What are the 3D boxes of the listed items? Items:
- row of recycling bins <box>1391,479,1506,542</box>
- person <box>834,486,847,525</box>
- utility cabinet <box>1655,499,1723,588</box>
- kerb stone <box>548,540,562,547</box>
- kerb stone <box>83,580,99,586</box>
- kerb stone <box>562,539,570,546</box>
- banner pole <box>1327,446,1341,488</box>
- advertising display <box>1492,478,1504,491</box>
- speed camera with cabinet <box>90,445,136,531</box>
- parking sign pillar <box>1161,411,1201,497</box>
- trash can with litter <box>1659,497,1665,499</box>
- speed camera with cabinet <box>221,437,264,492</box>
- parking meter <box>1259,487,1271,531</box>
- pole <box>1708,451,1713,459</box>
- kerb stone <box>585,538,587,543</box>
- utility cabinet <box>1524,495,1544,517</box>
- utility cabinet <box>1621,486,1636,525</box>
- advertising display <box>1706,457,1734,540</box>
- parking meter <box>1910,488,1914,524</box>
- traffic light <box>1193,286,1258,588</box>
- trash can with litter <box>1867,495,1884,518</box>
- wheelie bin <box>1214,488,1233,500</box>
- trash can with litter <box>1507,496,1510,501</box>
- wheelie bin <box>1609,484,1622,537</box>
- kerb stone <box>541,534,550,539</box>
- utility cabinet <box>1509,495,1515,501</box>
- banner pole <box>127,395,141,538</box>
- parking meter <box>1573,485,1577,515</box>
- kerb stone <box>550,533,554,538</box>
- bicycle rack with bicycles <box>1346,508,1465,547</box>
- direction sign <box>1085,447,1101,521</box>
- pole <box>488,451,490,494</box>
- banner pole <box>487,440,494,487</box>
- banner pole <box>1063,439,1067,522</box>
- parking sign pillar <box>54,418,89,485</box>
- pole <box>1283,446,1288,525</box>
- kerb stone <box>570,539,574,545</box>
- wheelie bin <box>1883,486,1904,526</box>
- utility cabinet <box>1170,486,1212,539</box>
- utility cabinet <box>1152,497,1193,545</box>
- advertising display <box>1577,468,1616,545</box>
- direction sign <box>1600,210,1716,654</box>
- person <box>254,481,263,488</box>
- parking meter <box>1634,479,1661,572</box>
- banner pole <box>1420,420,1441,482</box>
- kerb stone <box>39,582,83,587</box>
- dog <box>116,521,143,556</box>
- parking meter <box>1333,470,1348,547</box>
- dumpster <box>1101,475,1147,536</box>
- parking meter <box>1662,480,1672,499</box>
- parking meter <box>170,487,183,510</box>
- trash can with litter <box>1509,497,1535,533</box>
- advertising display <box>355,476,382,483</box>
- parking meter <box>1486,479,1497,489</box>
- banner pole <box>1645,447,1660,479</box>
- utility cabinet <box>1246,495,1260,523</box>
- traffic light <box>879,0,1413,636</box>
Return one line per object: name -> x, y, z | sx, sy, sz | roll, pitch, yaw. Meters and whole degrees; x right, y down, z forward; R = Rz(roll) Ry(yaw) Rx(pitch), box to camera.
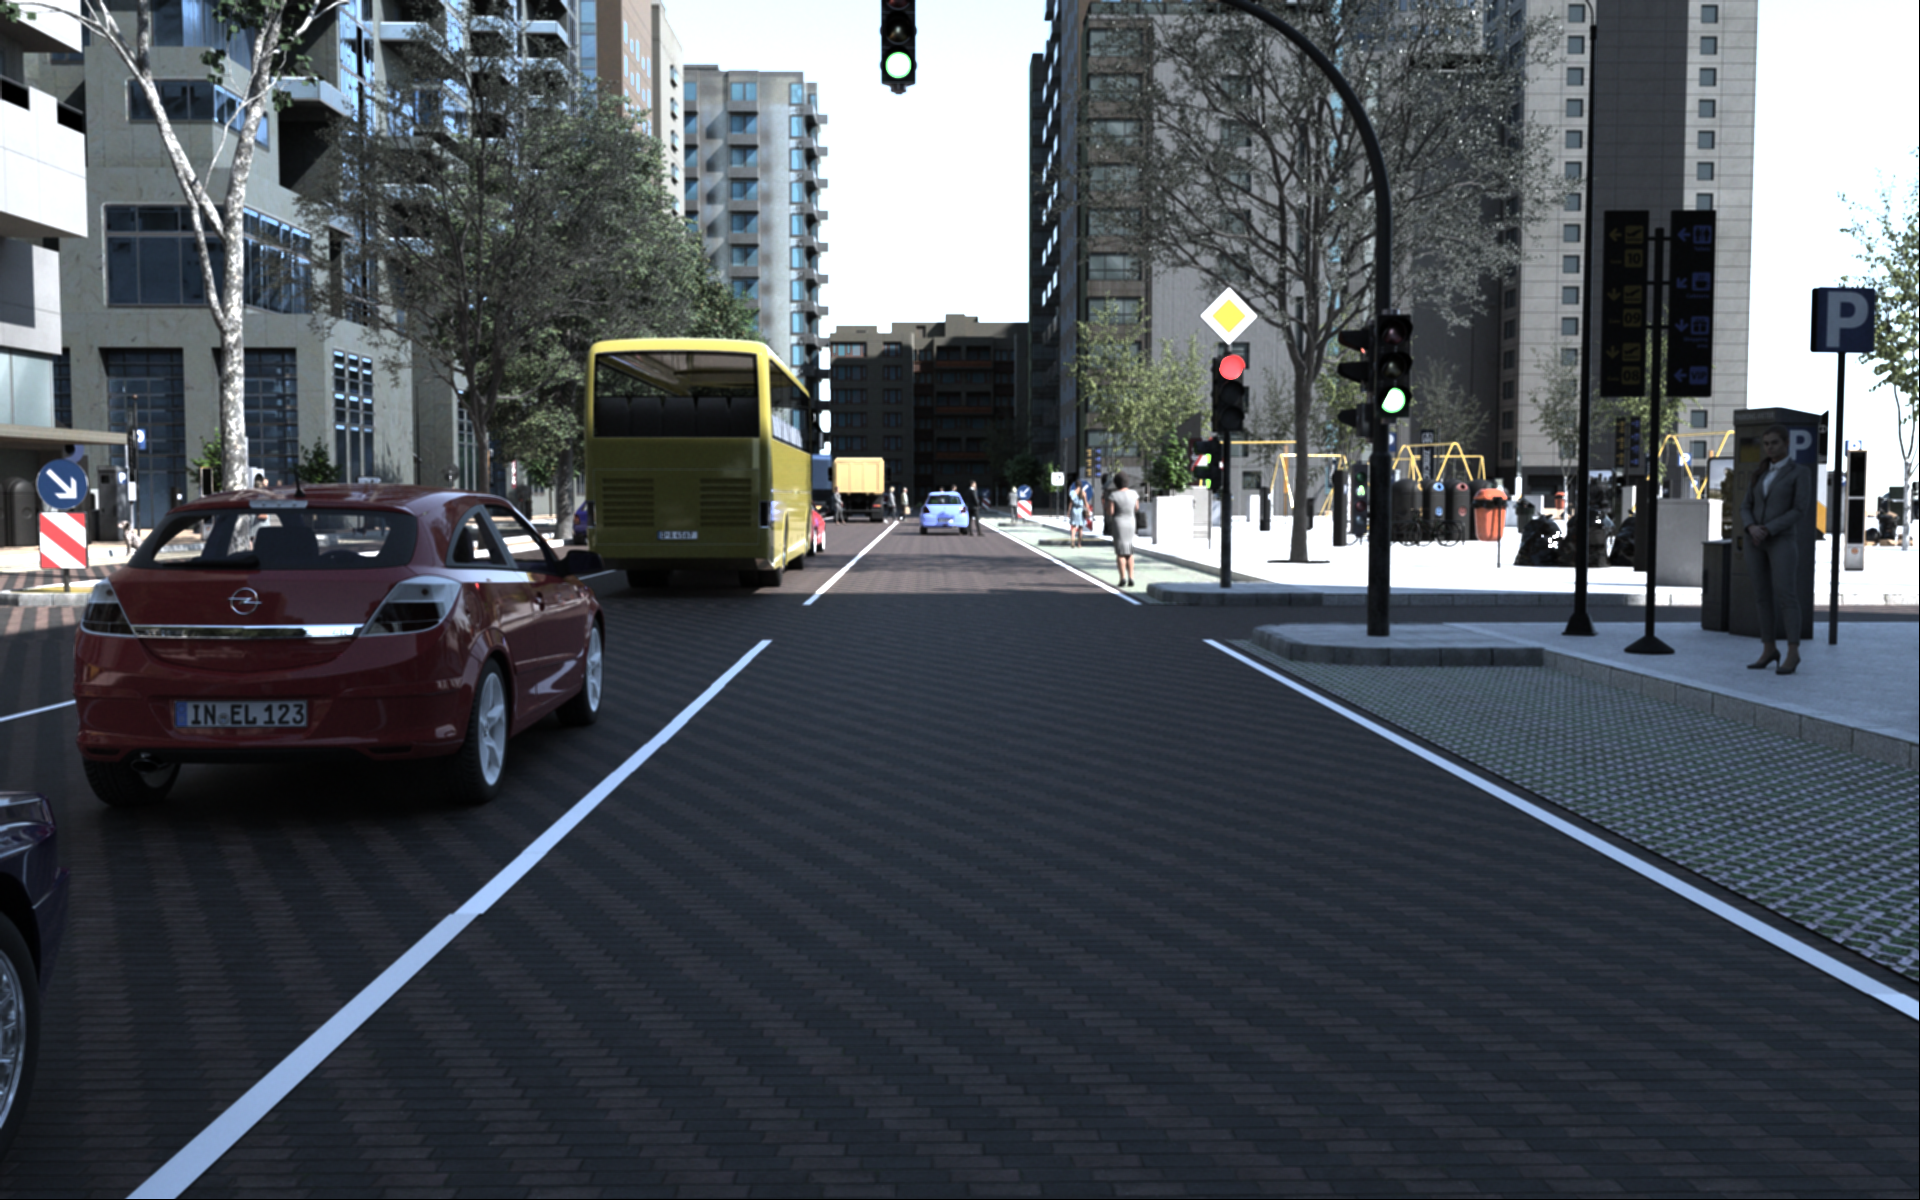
row of recycling bins -> 13.094, -2.447, 47.114 | 3.534, 1.692, 1.069 | -2, 4, -29
person -> -5.582, -4.399, 80.691 | 0.573, 1.790, 0.520 | 0, 4, 1
utility cabinet -> 10.075, -0.791, 24.097 | 0.306, 1.237, 1.020 | -2, 4, -28
kerb stone -> -11.059, -1.522, 47.108 | 0.120, 0.150, 1.000 | 0, 4, -1
kerb stone -> -12.753, -0.201, 25.488 | 0.120, 0.150, 1.000 | 0, 4, -1
kerb stone -> -11.081, -1.586, 48.130 | 0.120, 0.150, 1.000 | 0, 4, -1
banner pole -> 19.103, -6.003, 88.159 | 0.863, 3.779, 0.401 | 0, 4, -1
advertising display -> 21.927, -4.002, 70.639 | 0.123, 1.923, 0.974 | 3, 4, 37
speed camera with cabinet -> -29.781, -4.041, 60.405 | 2.038, 3.252, 0.660 | 1, 4, 11
parking sign pillar -> 7.151, -4.153, 56.371 | 1.447, 3.967, 1.447 | -1, 4, -10
trash can with litter -> 23.839, -2.849, 57.972 | 1.055, 1.170, 0.624 | 0, 4, -3
speed camera with cabinet -> -24.620, -3.969, 59.223 | 0.660, 3.252, 2.038 | 1, 4, 11
parking meter -> 10.504, -3.132, 59.620 | 0.372, 1.533, 0.369 | 0, 3, 0
pole -> 35.223, -5.351, 81.339 | 0.158, 3.312, 0.155 | 0, 3, 0
kerb stone -> -11.154, -1.837, 52.230 | 0.120, 0.150, 1.000 | 0, 4, -1
utility cabinet -> 32.098, -5.244, 96.897 | 1.020, 1.237, 0.306 | 3, 5, 42
utility cabinet -> 18.483, -2.374, 47.494 | 0.318, 1.500, 1.173 | 3, 5, 40
advertising display -> 13.365, -1.508, 29.868 | 0.123, 1.923, 0.974 | -3, 5, -41
parking meter -> 40.589, -4.019, 74.122 | 0.372, 1.533, 0.369 | 0, 3, 0
traffic light -> 3.622, -2.122, 23.612 | 0.839, 4.253, 0.868 | 0, 4, -1
trash can with litter -> 49.683, -5.057, 93.733 | 1.678, 1.210, 2.233 | 0, 4, -3
wheelie bin -> 13.907, -5.118, 91.581 | 0.980, 1.594, 0.693 | -1, 4, -10
trash can with litter -> 28.323, -4.828, 90.318 | 0.624, 1.170, 1.055 | -1, 4, -10
wheelie bin -> 19.884, -2.719, 52.368 | 0.693, 1.594, 0.980 | 2, 4, 29
kerb stone -> -13.313, -2.020, 55.223 | 0.120, 0.150, 1.000 | 0, 4, -1
utility cabinet -> 30.290, -5.197, 96.129 | 0.306, 1.237, 1.020 | -3, 4, -36
banner pole -> -20.907, -3.292, 43.836 | 0.401, 3.779, 0.863 | -3, 5, -42
parking meter -> 34.235, -5.526, 96.060 | 0.399, 1.863, 0.255 | 1, 4, 23
kerb stone -> -13.335, -2.075, 56.252 | 0.120, 0.150, 1.000 | 0, 4, -1
bicycle rack with bicycles -> 11.252, -1.807, 42.931 | 2.852, 0.926, 2.925 | -3, 4, -36
direction sign -> 6.383, -5.567, 83.013 | 0.876, 3.537, 0.379 | -2, 4, -30
pole -> -22.152, -5.340, 81.160 | 0.158, 3.312, 0.155 | 0, 3, 0
banner pole -> -21.646, -5.490, 79.785 | 0.401, 3.779, 0.863 | 1, 4, 10
banner pole -> 4.743, -5.408, 78.444 | 0.401, 3.779, 0.863 | 0, 4, -5
parking sign pillar -> -28.714, -4.106, 55.599 | 1.447, 3.967, 1.447 | 2, 4, 33
pole -> 13.688, -4.827, 72.765 | 0.158, 3.312, 0.155 | 0, 3, 0
kerb stone -> -11.088, -1.649, 49.152 | 0.120, 0.150, 1.000 | 0, 4, -1
wheelie bin -> 37.399, -3.747, 69.175 | 0.980, 1.594, 0.693 | 1, 4, 21
utility cabinet -> 6.511, -2.458, 48.863 | 1.173, 1.500, 0.318 | 0, 4, 4
utility cabinet -> 5.393, -2.008, 43.996 | 1.020, 1.237, 0.306 | -1, 4, -18
advertising display -> 16.122, -2.367, 43.912 | 0.123, 1.923, 0.974 | -3, 5, -42
direction sign -> 5.584, -1.341, 13.924 | 0.876, 3.537, 0.379 | 0, 4, 1
person -> -14.226, -1.569, 35.159 | 0.522, 1.701, 0.512 | 3, 5, 44
parking meter -> 11.346, -1.236, 28.612 | 0.372, 1.533, 0.369 | 0, 3, 0
banner pole -> 16.012, -4.209, 58.827 | 0.863, 3.779, 0.401 | 3, 4, 36
kerb stone -> -12.733, -0.139, 24.466 | 0.120, 0.150, 1.000 | 0, 4, -1
dog -> -18.778, -1.394, 39.626 | 0.800, 0.831, 0.513 | 0, 4, 1
parking meter -> 9.280, -2.236, 42.277 | 0.255, 1.863, 0.399 | 2, 4, 29
dumpster -> 5.061, -2.909, 53.313 | 1.264, 1.857, 1.865 | 0, 4, -1
parking meter -> 28.882, -3.983, 70.835 | 0.399, 1.863, 0.255 | 3, 5, 43
parking meter -> -27.386, -3.190, 60.561 | 0.372, 1.533, 0.369 | 0, 3, 0
trash can with litter -> 18.565, -2.746, 56.292 | 1.055, 1.170, 0.624 | -1, 4, -10
advertising display -> -21.269, -3.494, 62.338 | 0.123, 1.923, 0.974 | 3, 5, 41
parking meter -> 20.777, -3.791, 67.702 | 0.399, 1.863, 0.255 | 3, 5, 42
banner pole -> 32.411, -5.562, 80.952 | 0.863, 3.779, 0.401 | 3, 5, 41
utility cabinet -> 13.371, -4.103, 78.237 | 1.020, 1.237, 0.306 | -3, 4, -36
traffic light -> 1.681, -2.494, 15.449 | 4.771, 5.953, 1.251 | 0, 4, -1
